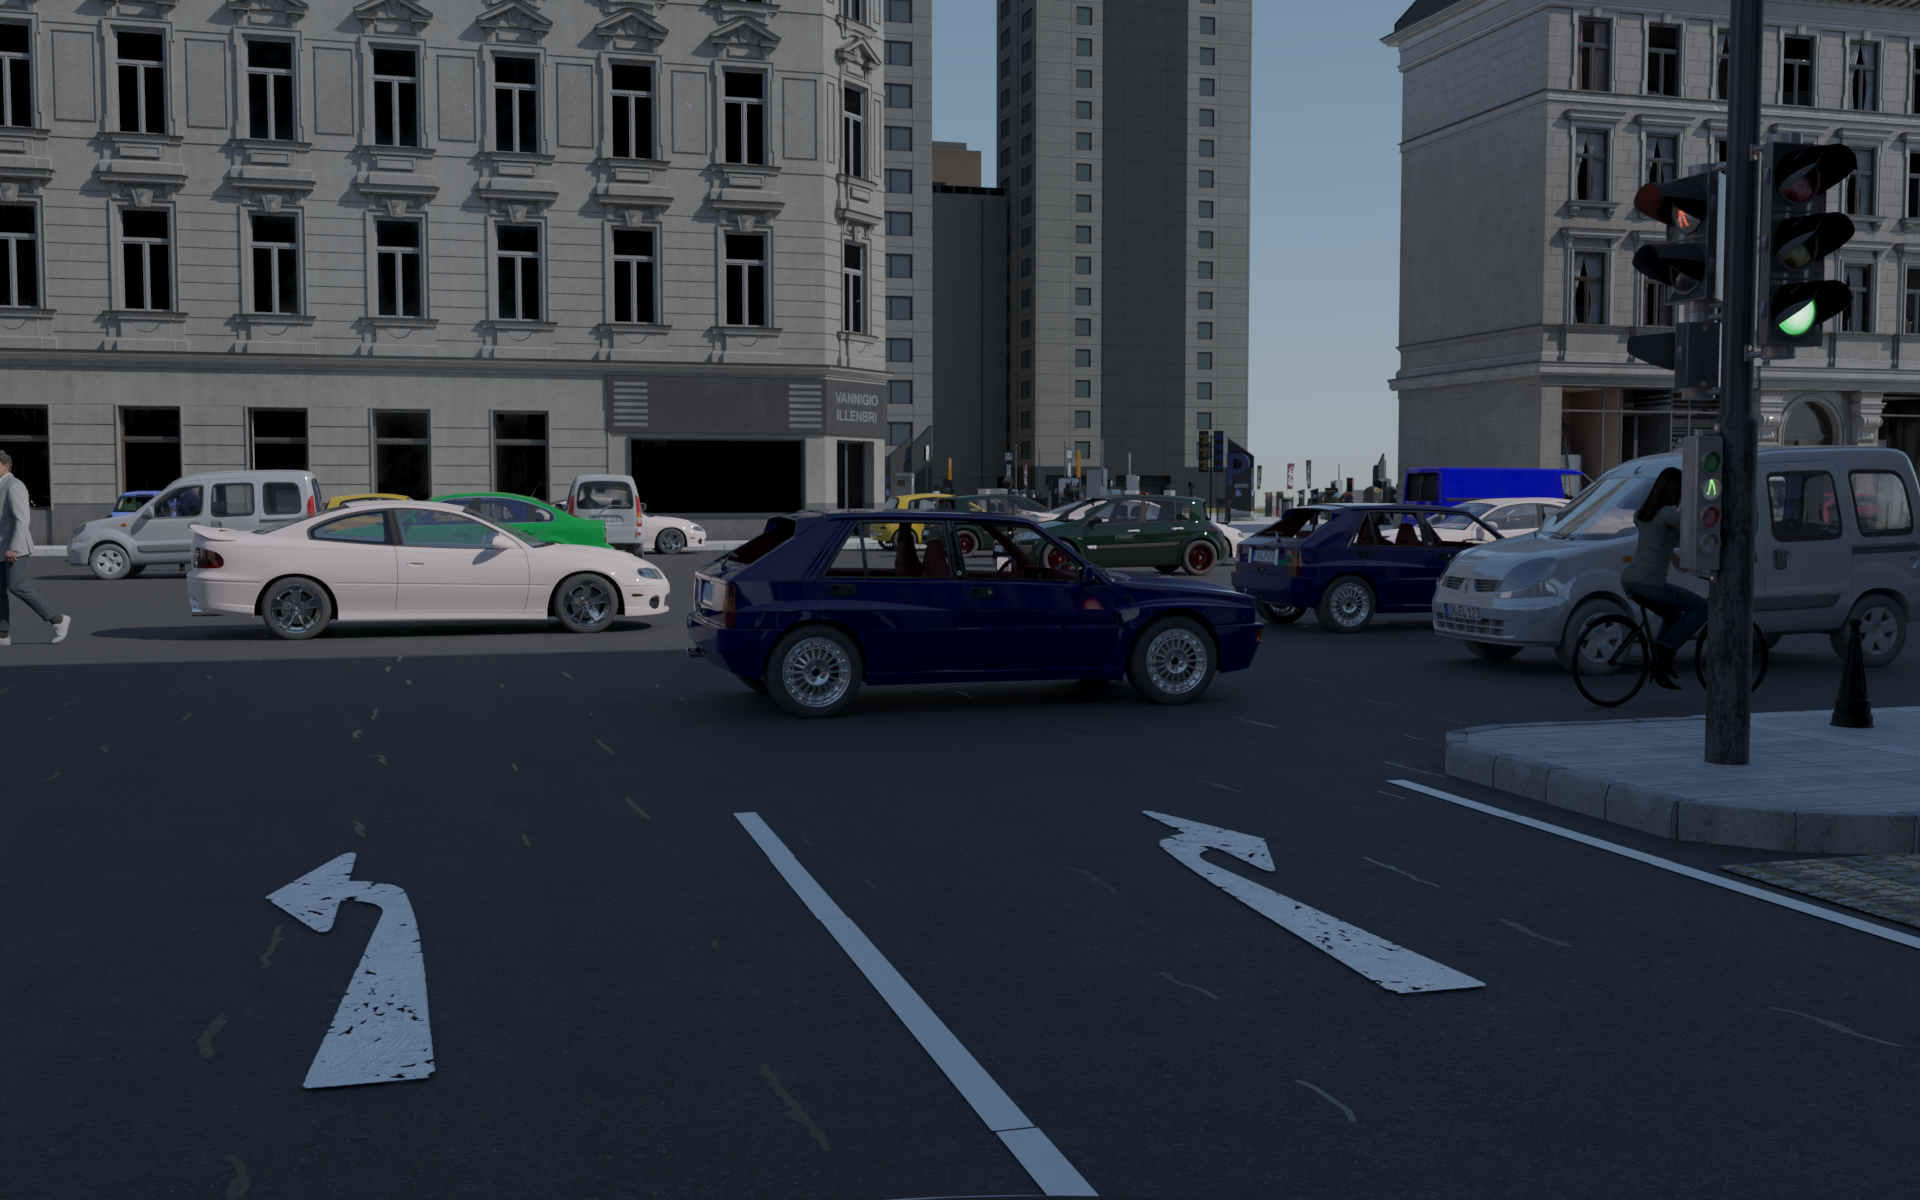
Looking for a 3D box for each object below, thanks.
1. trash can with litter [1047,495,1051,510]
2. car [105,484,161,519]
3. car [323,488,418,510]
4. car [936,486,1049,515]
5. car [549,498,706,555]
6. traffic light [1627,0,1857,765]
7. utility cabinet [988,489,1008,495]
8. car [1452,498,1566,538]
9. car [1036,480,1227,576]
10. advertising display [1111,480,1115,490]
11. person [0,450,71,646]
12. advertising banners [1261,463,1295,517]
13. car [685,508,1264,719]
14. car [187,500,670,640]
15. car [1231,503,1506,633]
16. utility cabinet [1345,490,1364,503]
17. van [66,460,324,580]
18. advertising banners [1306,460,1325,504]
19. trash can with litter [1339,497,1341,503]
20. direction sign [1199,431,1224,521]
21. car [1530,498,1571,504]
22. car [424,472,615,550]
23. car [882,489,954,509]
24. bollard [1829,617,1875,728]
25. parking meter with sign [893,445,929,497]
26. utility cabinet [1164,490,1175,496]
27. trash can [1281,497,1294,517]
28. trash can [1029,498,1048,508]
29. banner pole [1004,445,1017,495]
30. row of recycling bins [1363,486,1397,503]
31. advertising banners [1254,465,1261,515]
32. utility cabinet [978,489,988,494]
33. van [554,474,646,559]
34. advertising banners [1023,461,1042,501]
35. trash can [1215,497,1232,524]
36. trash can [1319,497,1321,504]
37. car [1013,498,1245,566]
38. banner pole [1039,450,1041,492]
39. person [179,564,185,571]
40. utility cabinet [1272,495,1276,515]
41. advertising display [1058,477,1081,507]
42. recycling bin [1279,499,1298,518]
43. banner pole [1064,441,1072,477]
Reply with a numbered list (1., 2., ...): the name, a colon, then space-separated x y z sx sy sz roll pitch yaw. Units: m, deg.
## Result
1. trash can with litter: 4.984 -5.542 101.670 1.678 1.210 2.233 3 5 41
2. car: -17.514 -1.730 37.884 1.945 1.707 3.694 -1 4 -15
3. car: -12.989 -1.829 40.129 3.980 1.641 2.015 -1 4 -14
4. car: 1.193 -1.836 39.810 4.222 1.686 2.009 -1 4 -16
5. car: -8.497 -1.776 41.405 4.827 1.381 2.083 -1 4 -17
6. traffic light: 1.648 -2.007 7.488 4.771 5.953 1.251 -1 4 -16
7. utility cabinet: 1.591 -3.769 70.304 0.318 1.500 1.173 -1 4 -21
8. car: 8.402 -0.924 27.477 4.827 1.381 2.083 -1 4 -15
9. car: 2.669 -1.282 30.745 4.222 1.686 2.009 -1 4 -15
10. advertising display: 6.592 -4.460 78.136 0.123 1.923 0.974 -3 5 -41
11. person: -8.914 -0.493 16.405 0.795 1.843 0.661 -3 5 -42
12. advertising banners: 18.060 -6.220 97.886 2.074 3.025 0.090 -2 4 -25
13. car: 0.093 0.024 12.183 3.894 1.354 1.945 -1 4 -17
14. car: -5.488 -0.356 18.189 4.827 1.381 2.083 -1 4 -17
15. car: 5.025 -0.388 18.931 3.894 1.354 1.945 -1 4 -16
16. utility cabinet: 20.786 -5.023 90.810 1.173 1.500 0.318 2 4 34
17. van: -13.123 -1.399 29.893 4.112 2.044 2.013 -1 4 -15
18. advertising banners: 18.081 -5.614 87.975 0.090 3.025 2.074 -1 4 -18
19. trash can with litter: 21.777 -5.377 99.308 0.624 1.170 1.055 2 4 28
20. direction sign: 8.981 -4.282 62.014 0.876 3.537 0.379 0 4 2
21. car: 10.014 -1.156 31.257 4.827 1.381 2.083 -1 4 -15
22. car: -7.733 -1.094 26.687 4.718 1.807 1.959 -1 4 -16
23. car: -0.283 -2.082 44.272 3.980 1.641 2.015 -1 4 -17
24. bollard: 4.942 0.395 9.576 0.229 0.601 0.229 0 3 0
25. parking meter with sign: -2.015 -4.031 62.161 1.738 3.016 0.543 1 4 10
26. utility cabinet: 12.541 -5.804 103.580 0.318 1.500 1.173 -1 4 -13
27. trash can: 17.001 -4.788 89.942 0.748 1.137 0.748 0 3 0
28. trash can: 2.944 -3.242 64.660 0.748 1.137 0.748 0 3 0
29. banner pole: 2.627 -6.006 88.207 0.863 3.779 0.401 1 4 23
30. row of recycling bins: 22.176 -4.920 87.562 3.534 1.692 1.069 0 4 3
31. advertising banners: 17.772 -6.674 105.307 0.090 3.025 2.074 -1 4 -23
32. utility cabinet: 1.084 -4.006 74.183 0.318 1.500 1.173 -1 4 -16
33. van: -7.918 -1.911 38.258 2.013 2.044 4.112 -1 4 -14
34. advertising banners: 3.869 -5.893 92.538 0.090 3.025 2.074 -2 4 -26
35. trash can: 11.137 -3.765 73.203 0.748 1.137 0.748 0 3 0
36. trash can: 20.950 -5.505 101.653 0.748 1.137 0.748 0 3 0
37. car: 3.415 -1.373 34.811 4.827 1.381 2.083 -1 4 -15
38. banner pole: 4.521 -6.614 98.158 0.401 3.779 0.863 0 4 0
39. person: -14.312 -1.411 32.282 0.576 1.737 0.504 -1 4 -16
40. utility cabinet: 19.678 -5.949 108.434 1.020 1.237 0.306 0 4 -3
41. advertising display: 4.144 -3.699 65.692 0.974 1.923 0.123 2 4 35
42. recycling bin: 17.637 -4.922 93.027 0.722 1.027 0.722 -3 4 -36
43. banner pole: 5.113 -5.650 82.399 0.401 3.779 0.863 3 4 37
